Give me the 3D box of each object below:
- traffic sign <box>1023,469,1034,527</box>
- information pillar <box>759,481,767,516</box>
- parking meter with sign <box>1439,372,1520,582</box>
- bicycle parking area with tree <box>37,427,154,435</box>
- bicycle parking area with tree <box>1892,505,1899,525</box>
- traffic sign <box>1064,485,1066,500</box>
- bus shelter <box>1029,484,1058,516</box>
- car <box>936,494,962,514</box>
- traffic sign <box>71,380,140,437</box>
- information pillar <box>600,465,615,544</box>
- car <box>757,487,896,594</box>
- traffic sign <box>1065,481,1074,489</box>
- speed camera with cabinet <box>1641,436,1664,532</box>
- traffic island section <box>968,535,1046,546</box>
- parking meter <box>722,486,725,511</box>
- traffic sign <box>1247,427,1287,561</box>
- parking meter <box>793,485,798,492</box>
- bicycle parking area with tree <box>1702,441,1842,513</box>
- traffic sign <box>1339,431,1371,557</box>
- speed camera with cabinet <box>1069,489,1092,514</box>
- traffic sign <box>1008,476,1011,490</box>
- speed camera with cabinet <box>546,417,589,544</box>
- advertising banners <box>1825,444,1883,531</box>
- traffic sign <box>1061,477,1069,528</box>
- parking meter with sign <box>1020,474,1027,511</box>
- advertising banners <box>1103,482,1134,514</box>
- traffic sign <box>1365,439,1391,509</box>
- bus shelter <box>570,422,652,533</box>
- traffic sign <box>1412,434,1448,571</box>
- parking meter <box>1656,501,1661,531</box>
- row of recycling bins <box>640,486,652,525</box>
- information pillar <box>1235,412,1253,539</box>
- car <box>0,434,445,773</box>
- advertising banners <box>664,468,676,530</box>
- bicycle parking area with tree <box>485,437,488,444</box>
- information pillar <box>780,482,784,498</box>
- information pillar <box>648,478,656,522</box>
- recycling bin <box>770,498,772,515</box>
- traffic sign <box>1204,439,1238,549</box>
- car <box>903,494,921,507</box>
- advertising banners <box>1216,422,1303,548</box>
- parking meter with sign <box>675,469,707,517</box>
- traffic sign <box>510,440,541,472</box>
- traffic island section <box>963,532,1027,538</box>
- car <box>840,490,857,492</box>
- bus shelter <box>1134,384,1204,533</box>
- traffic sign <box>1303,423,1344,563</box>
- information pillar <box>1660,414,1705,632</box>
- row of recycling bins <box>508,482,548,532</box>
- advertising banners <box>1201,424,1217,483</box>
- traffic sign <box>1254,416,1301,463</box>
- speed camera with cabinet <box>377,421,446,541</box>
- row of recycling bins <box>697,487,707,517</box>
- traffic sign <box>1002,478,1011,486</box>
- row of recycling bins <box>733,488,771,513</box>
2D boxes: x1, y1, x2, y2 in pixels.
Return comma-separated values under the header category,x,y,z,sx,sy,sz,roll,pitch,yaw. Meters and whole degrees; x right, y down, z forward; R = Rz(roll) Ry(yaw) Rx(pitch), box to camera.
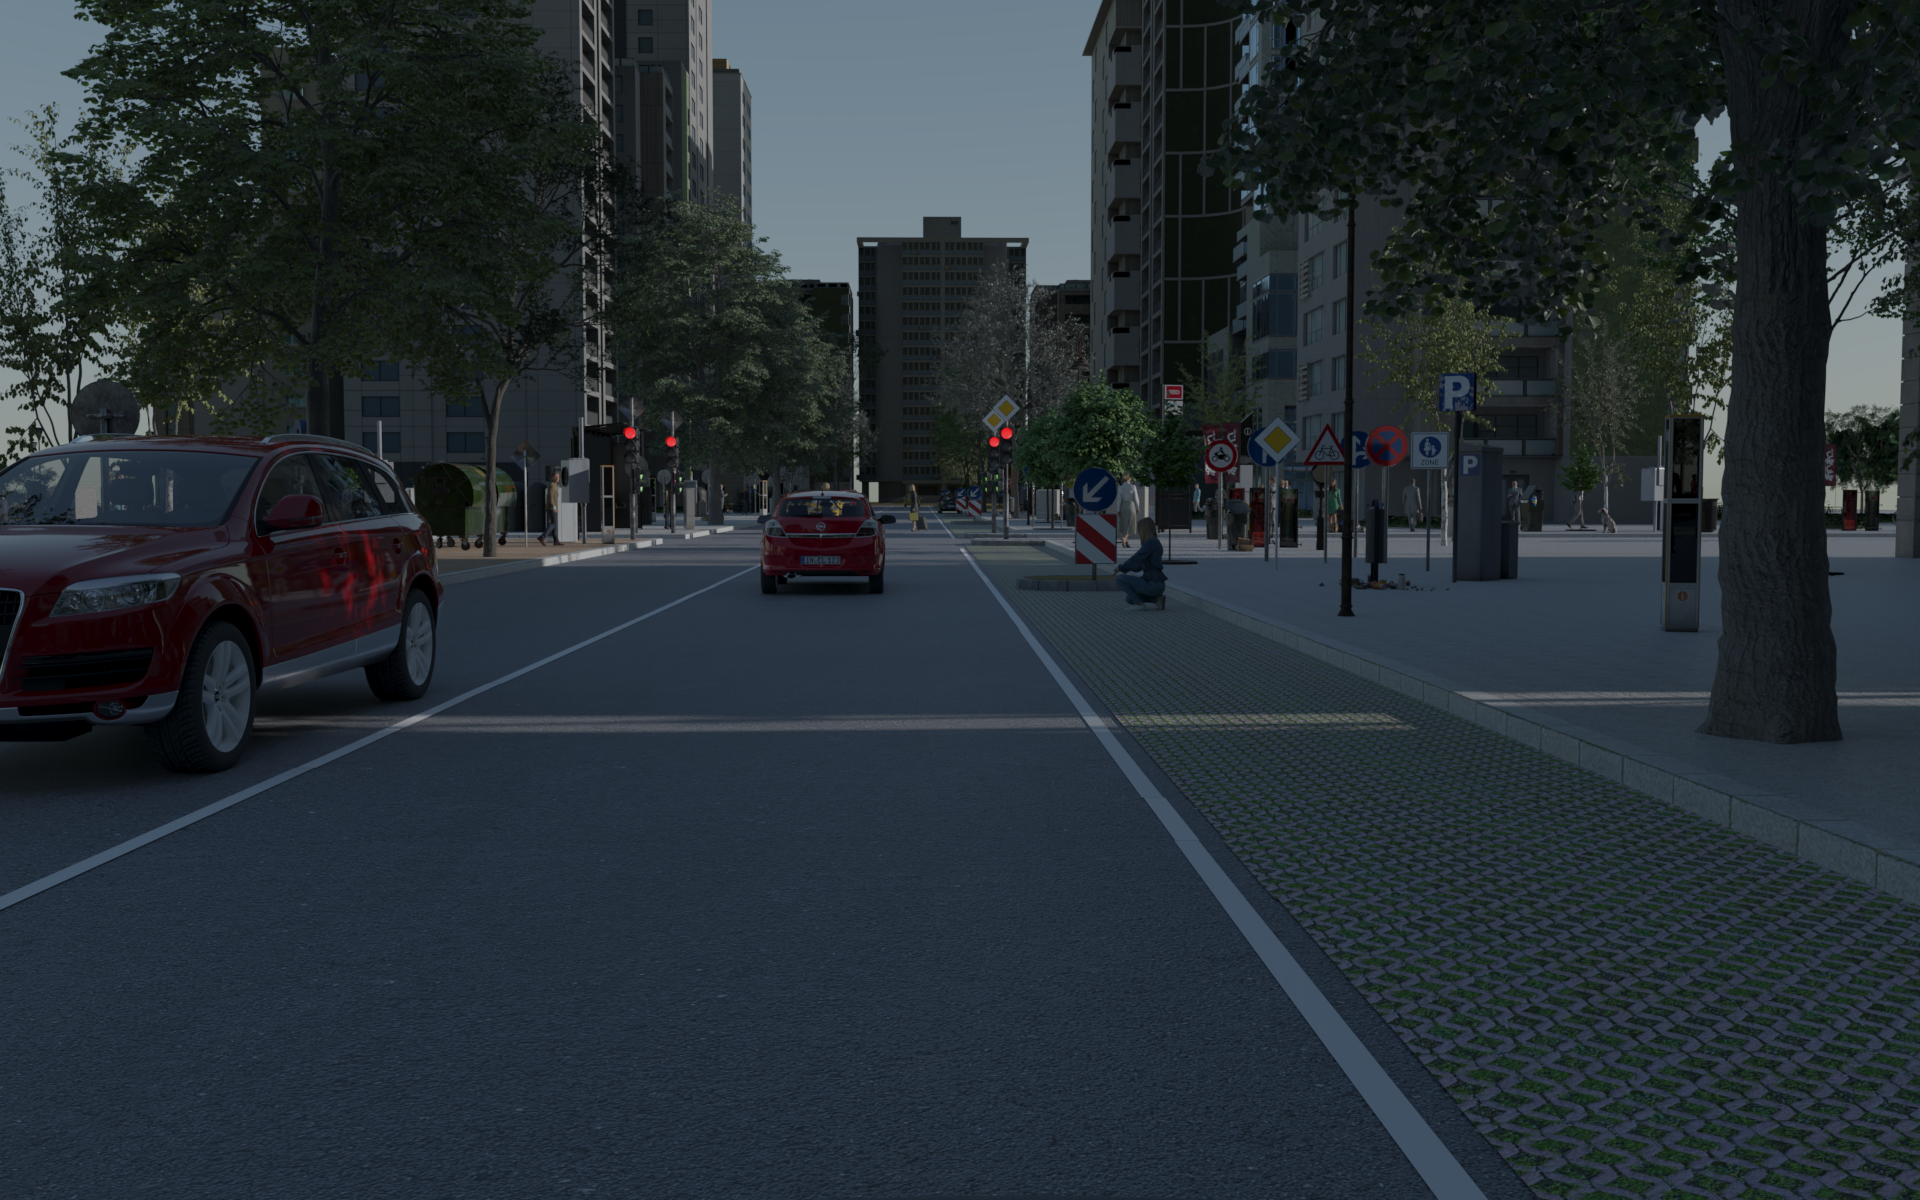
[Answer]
category,x,y,z,sx,sy,sz,roll,pitch,yaw
traffic sign,2.838,-4.099,67.124,0.768,2.556,0.104,0,3,0
information pillar,-10.800,-5.542,95.101,0.304,2.012,0.304,3,5,40
parking meter with sign,7.736,-1.799,25.669,0.543,3.016,1.738,3,5,42
bicycle parking area with tree,-38.168,-5.489,76.741,8.231,4.147,9.016,-3,5,-45
bicycle parking area with tree,41.843,-4.921,67.455,9.016,4.147,8.231,-1,4,-22
traffic sign,6.701,-6.739,110.281,0.768,2.556,0.104,1,4,8
bus shelter,4.674,-6.674,100.406,1.731,3.624,6.357,0,4,-2
car,-0.757,-7.198,127.466,2.009,1.686,4.222,0,4,-3
traffic sign,-9.565,-1.180,19.399,0.768,2.556,0.104,0,4,-1
information pillar,-9.059,-2.448,44.517,0.304,2.012,0.304,-1,4,-20
car,-2.046,-1.062,26.411,2.155,1.783,4.494,0,4,-3
traffic sign,6.004,-5.267,79.993,2.265,3.308,0.079,1,4,8
speed camera with cabinet,24.237,-3.980,59.404,2.038,3.252,0.660,-2,4,-32
traffic island section,1.323,-1.631,48.951,2.009,0.180,2.903,0,4,-1
parking meter,-16.271,-6.896,118.453,0.399,1.863,0.255,3,4,38
traffic sign,5.840,-2.007,32.914,0.768,2.556,0.104,0,4,7
parking meter,-10.539,-6.439,110.993,0.255,1.863,0.399,0,4,-2
bicycle parking area with tree,42.553,-6.511,93.462,8.231,4.147,9.016,0,4,6
traffic sign,8.012,-2.135,35.019,0.768,2.556,0.104,0,4,2
speed camera with cabinet,5.793,-5.344,81.708,0.660,3.252,2.038,-1,4,-18
traffic sign,3.455,-7.621,124.709,0.768,2.556,0.104,0,4,4
speed camera with cabinet,-10.285,-3.117,45.299,0.660,3.252,2.038,-2,4,-30
advertising banners,30.988,-3.916,60.217,2.074,3.025,0.090,0,4,6
traffic sign,3.898,-4.050,66.326,0.768,2.556,0.104,0,4,6
parking meter with sign,4.821,-8.286,131.741,0.543,3.016,1.738,-1,4,-12
advertising banners,6.497,-4.535,70.336,0.090,3.025,2.074,3,5,44
traffic sign,8.106,-2.018,33.093,0.768,2.556,0.104,0,4,7
bus shelter,-11.909,-4.173,59.510,1.731,3.624,6.357,0,4,-1
traffic sign,7.778,-1.627,28.734,0.606,2.300,0.079,0,4,7
parking meter,24.691,-3.379,60.961,0.255,1.863,0.399,2,4,35
row of recycling bins,-13.827,-3.928,71.335,1.069,1.692,3.534,2,4,23
information pillar,8.127,-3.556,49.490,0.504,3.616,0.183,0,4,-8
car,-4.778,-0.117,10.592,2.281,1.827,5.304,0,4,0
advertising banners,-10.593,-4.118,63.509,0.090,3.025,2.074,0,4,4
bicycle parking area with tree,-21.258,-6.056,86.018,8.231,4.147,9.016,2,4,31
information pillar,-11.157,-6.329,107.969,0.304,2.012,0.304,-1,4,-20
information pillar,-14.087,-4.572,79.242,0.304,2.012,0.304,-1,4,-18
recycling bin,-11.278,-5.747,106.518,0.722,1.027,0.722,0,4,4
traffic sign,6.050,-2.454,40.234,0.768,2.556,0.104,0,4,4
car,-5.302,-11.117,191.985,2.015,1.641,3.980,0,4,-1
advertising banners,7.234,-2.784,41.707,2.074,3.025,0.090,2,4,29
parking meter with sign,-14.881,-6.085,95.743,1.738,3.016,0.543,0,4,-5
traffic sign,-10.535,-2.583,41.965,0.795,2.593,0.064,1,4,8
traffic island section,1.135,-2.119,56.934,2.009,0.180,2.903,0,4,-1
car,-9.424,-8.369,145.512,2.281,1.827,5.304,0,4,-1
bus shelter,7.169,-5.094,60.921,2.179,5.291,8.768,0,4,-1
traffic sign,6.760,-1.956,31.977,0.884,2.594,0.081,0,4,0
information pillar,6.738,-0.714,16.165,0.304,2.012,0.304,1,4,14
row of recycling bins,-15.390,-3.190,59.271,3.534,1.692,1.069,2,4,35
advertising banners,7.020,-2.914,43.830,2.074,3.025,0.090,-1,4,-18
traffic sign,5.384,-1.808,29.300,0.795,2.593,0.064,0,4,5
speed camera with cabinet,-15.191,-3.245,47.399,2.038,3.252,0.660,-2,4,-30
row of recycling bins,-14.927,-5.587,98.455,1.069,1.692,3.534,-1,4,-9
traffic sign,2.882,-6.871,112.337,0.884,2.594,0.081,0,4,4
row of recycling bins,-13.946,-6.897,119.879,3.534,1.692,1.069,0,4,-7
